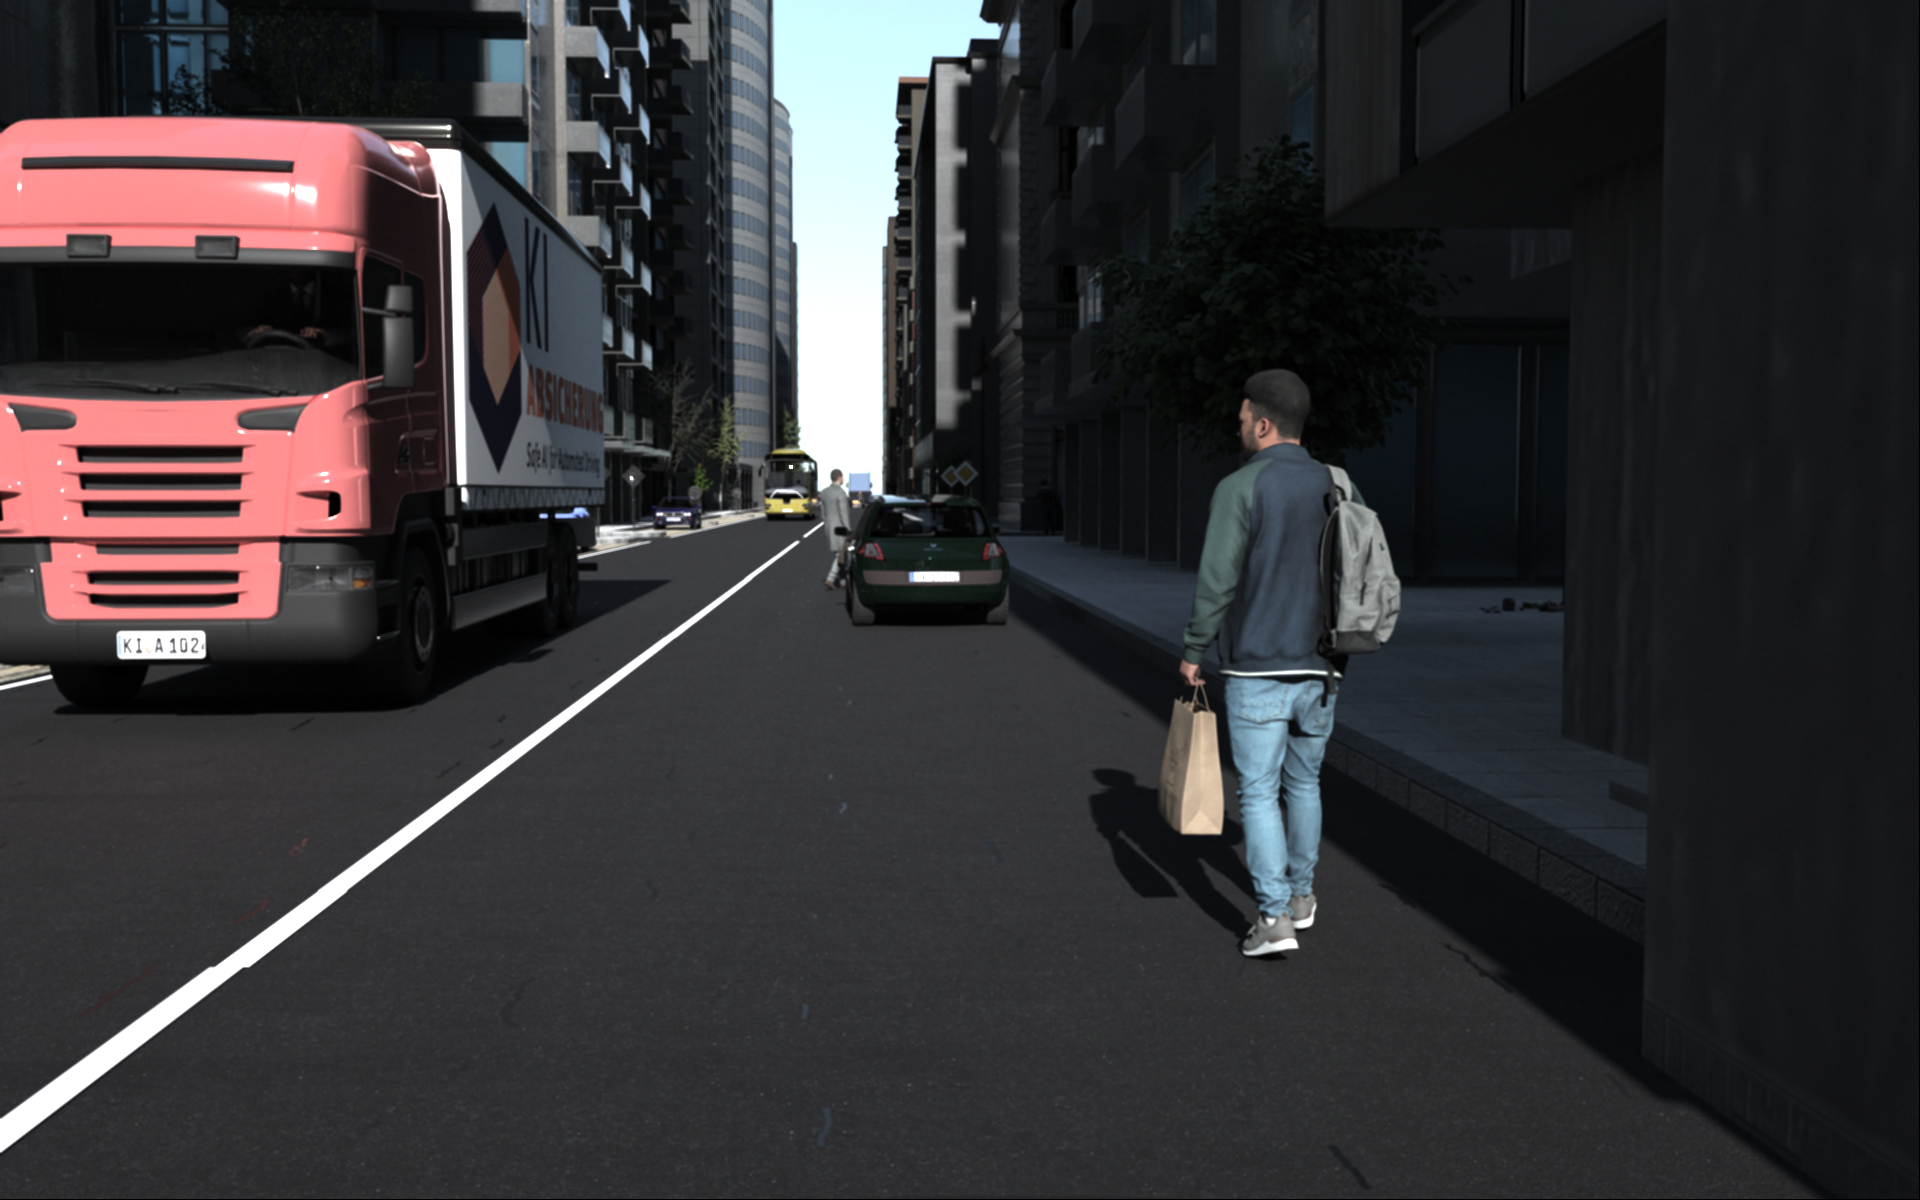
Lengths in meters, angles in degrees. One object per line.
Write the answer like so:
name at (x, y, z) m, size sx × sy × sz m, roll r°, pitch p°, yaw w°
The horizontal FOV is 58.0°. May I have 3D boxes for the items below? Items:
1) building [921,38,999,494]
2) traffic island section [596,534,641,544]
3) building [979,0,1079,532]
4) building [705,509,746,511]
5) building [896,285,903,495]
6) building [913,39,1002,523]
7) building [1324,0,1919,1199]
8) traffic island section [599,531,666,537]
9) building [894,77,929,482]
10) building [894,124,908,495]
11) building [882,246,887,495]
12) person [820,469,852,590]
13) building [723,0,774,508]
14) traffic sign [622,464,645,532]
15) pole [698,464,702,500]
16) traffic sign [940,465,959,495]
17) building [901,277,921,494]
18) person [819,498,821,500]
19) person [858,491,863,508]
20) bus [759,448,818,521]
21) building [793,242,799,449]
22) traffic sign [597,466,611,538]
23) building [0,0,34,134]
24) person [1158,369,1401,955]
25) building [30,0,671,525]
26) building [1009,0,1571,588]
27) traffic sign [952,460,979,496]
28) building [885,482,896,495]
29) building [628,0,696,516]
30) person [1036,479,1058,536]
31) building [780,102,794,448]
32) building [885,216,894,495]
building at (3.166, -20.920, 119.529) m, size 11.434 × 29.767 × 29.804 m, roll 0°, pitch 4°, yaw -3°
traffic island section at (-10.589, -1.732, 50.597) m, size 2.009 × 0.180 × 2.903 m, roll 0°, pitch 4°, yaw -3°
building at (11.024, -14.370, 63.828) m, size 19.941 × 23.489 × 11.050 m, roll 0°, pitch 4°, yaw -3°
building at (-27.822, -43.061, 142.305) m, size 20.563 × 71.187 × 20.611 m, roll 0°, pitch 4°, yaw -3°
building at (-1.587, -28.204, 232.842) m, size 14.160 × 30.474 × 14.107 m, roll 0°, pitch 4°, yaw -3°
building at (5.133, -16.563, 89.872) m, size 14.314 × 24.678 × 30.058 m, roll 0°, pitch 4°, yaw -3°
building at (8.649, -19.672, 5.236) m, size 14.154 × 41.232 × 14.086 m, roll 0°, pitch 4°, yaw -3°
traffic island section at (-11.042, -2.219, 58.569) m, size 2.009 × 0.180 × 2.903 m, roll 0°, pitch 4°, yaw -3°
building at (4.332, -32.219, 181.398) m, size 22.147 × 44.769 × 28.867 m, roll 0°, pitch 4°, yaw -3°
building at (0.051, -33.814, 202.972) m, size 14.600 × 45.320 × 14.200 m, roll 0°, pitch 4°, yaw -3°
building at (-5.828, -36.861, 286.275) m, size 14.154 × 41.232 × 14.086 m, roll 0°, pitch 4°, yaw -3°
person at (-1.797, -1.064, 26.002) m, size 0.767 × 1.812 × 0.694 m, roll -3°, pitch 5°, yaw -40°
building at (-29.118, -38.255, 167.468) m, size 21.231 × 58.520 × 28.212 m, roll 0°, pitch 4°, yaw -3°
traffic sign at (-11.019, -3.356, 58.509) m, size 0.795 × 2.450 × 0.064 m, roll 0°, pitch 4°, yaw -3°
pole at (-17.559, -7.526, 116.887) m, size 0.158 × 3.312 × 0.155 m, roll 0°, pitch 3°, yaw 0°
traffic sign at (-0.291, -3.392, 59.097) m, size 0.795 × 2.450 × 0.064 m, roll 0°, pitch 4°, yaw -3°
building at (9.007, -18.838, 153.036) m, size 27.650 × 21.520 × 28.899 m, roll 0°, pitch 4°, yaw -3°
person at (-11.343, -8.454, 146.817) m, size 1.348 × 1.812 × 0.705 m, roll 2°, pitch 4°, yaw 25°
person at (-9.930, -10.057, 173.454) m, size 0.617 × 1.759 × 0.750 m, roll -1°, pitch 4°, yaw -20°
bus at (-9.418, -6.450, 97.006) m, size 2.896 × 3.916 × 12.252 m, roll 0°, pitch 4°, yaw -3°
building at (-32.732, -36.037, 272.802) m, size 14.154 × 41.232 × 14.086 m, roll 0°, pitch 4°, yaw -3°
traffic sign at (-10.566, -2.868, 50.537) m, size 0.795 × 2.450 × 0.064 m, roll 0°, pitch 4°, yaw -3°
building at (-37.571, -27.112, 32.527) m, size 27.495 × 52.752 × 28.713 m, roll 0°, pitch 4°, yaw -3°
person at (0.962, 0.184, 5.482) m, size 0.794 × 1.824 × 0.713 m, roll 0°, pitch 4°, yaw -2°
building at (-25.014, -27.620, 71.198) m, size 23.786 × 49.044 × 30.456 m, roll 0°, pitch 4°, yaw -3°
building at (13.591, -25.439, 35.541) m, size 23.786 × 49.044 × 30.456 m, roll 0°, pitch 4°, yaw -3°
traffic sign at (0.163, -2.904, 51.125) m, size 0.795 × 2.450 × 0.064 m, roll 0°, pitch 4°, yaw -3°
building at (5.252, -34.282, 252.395) m, size 32.217 × 40.220 × 23.993 m, roll 0°, pitch 4°, yaw -3°
building at (-28.585, -27.777, 108.778) m, size 22.147 × 44.769 × 28.867 m, roll 0°, pitch 4°, yaw -3°
person at (2.720, -2.857, 54.575) m, size 0.648 × 1.900 × 0.474 m, roll -1°, pitch 4°, yaw -18°
building at (-35.179, -43.363, 250.976) m, size 21.231 × 58.520 × 28.212 m, roll 0°, pitch 4°, yaw -3°
building at (-4.392, -37.977, 271.034) m, size 14.600 × 45.320 × 14.200 m, roll 0°, pitch 4°, yaw -3°
